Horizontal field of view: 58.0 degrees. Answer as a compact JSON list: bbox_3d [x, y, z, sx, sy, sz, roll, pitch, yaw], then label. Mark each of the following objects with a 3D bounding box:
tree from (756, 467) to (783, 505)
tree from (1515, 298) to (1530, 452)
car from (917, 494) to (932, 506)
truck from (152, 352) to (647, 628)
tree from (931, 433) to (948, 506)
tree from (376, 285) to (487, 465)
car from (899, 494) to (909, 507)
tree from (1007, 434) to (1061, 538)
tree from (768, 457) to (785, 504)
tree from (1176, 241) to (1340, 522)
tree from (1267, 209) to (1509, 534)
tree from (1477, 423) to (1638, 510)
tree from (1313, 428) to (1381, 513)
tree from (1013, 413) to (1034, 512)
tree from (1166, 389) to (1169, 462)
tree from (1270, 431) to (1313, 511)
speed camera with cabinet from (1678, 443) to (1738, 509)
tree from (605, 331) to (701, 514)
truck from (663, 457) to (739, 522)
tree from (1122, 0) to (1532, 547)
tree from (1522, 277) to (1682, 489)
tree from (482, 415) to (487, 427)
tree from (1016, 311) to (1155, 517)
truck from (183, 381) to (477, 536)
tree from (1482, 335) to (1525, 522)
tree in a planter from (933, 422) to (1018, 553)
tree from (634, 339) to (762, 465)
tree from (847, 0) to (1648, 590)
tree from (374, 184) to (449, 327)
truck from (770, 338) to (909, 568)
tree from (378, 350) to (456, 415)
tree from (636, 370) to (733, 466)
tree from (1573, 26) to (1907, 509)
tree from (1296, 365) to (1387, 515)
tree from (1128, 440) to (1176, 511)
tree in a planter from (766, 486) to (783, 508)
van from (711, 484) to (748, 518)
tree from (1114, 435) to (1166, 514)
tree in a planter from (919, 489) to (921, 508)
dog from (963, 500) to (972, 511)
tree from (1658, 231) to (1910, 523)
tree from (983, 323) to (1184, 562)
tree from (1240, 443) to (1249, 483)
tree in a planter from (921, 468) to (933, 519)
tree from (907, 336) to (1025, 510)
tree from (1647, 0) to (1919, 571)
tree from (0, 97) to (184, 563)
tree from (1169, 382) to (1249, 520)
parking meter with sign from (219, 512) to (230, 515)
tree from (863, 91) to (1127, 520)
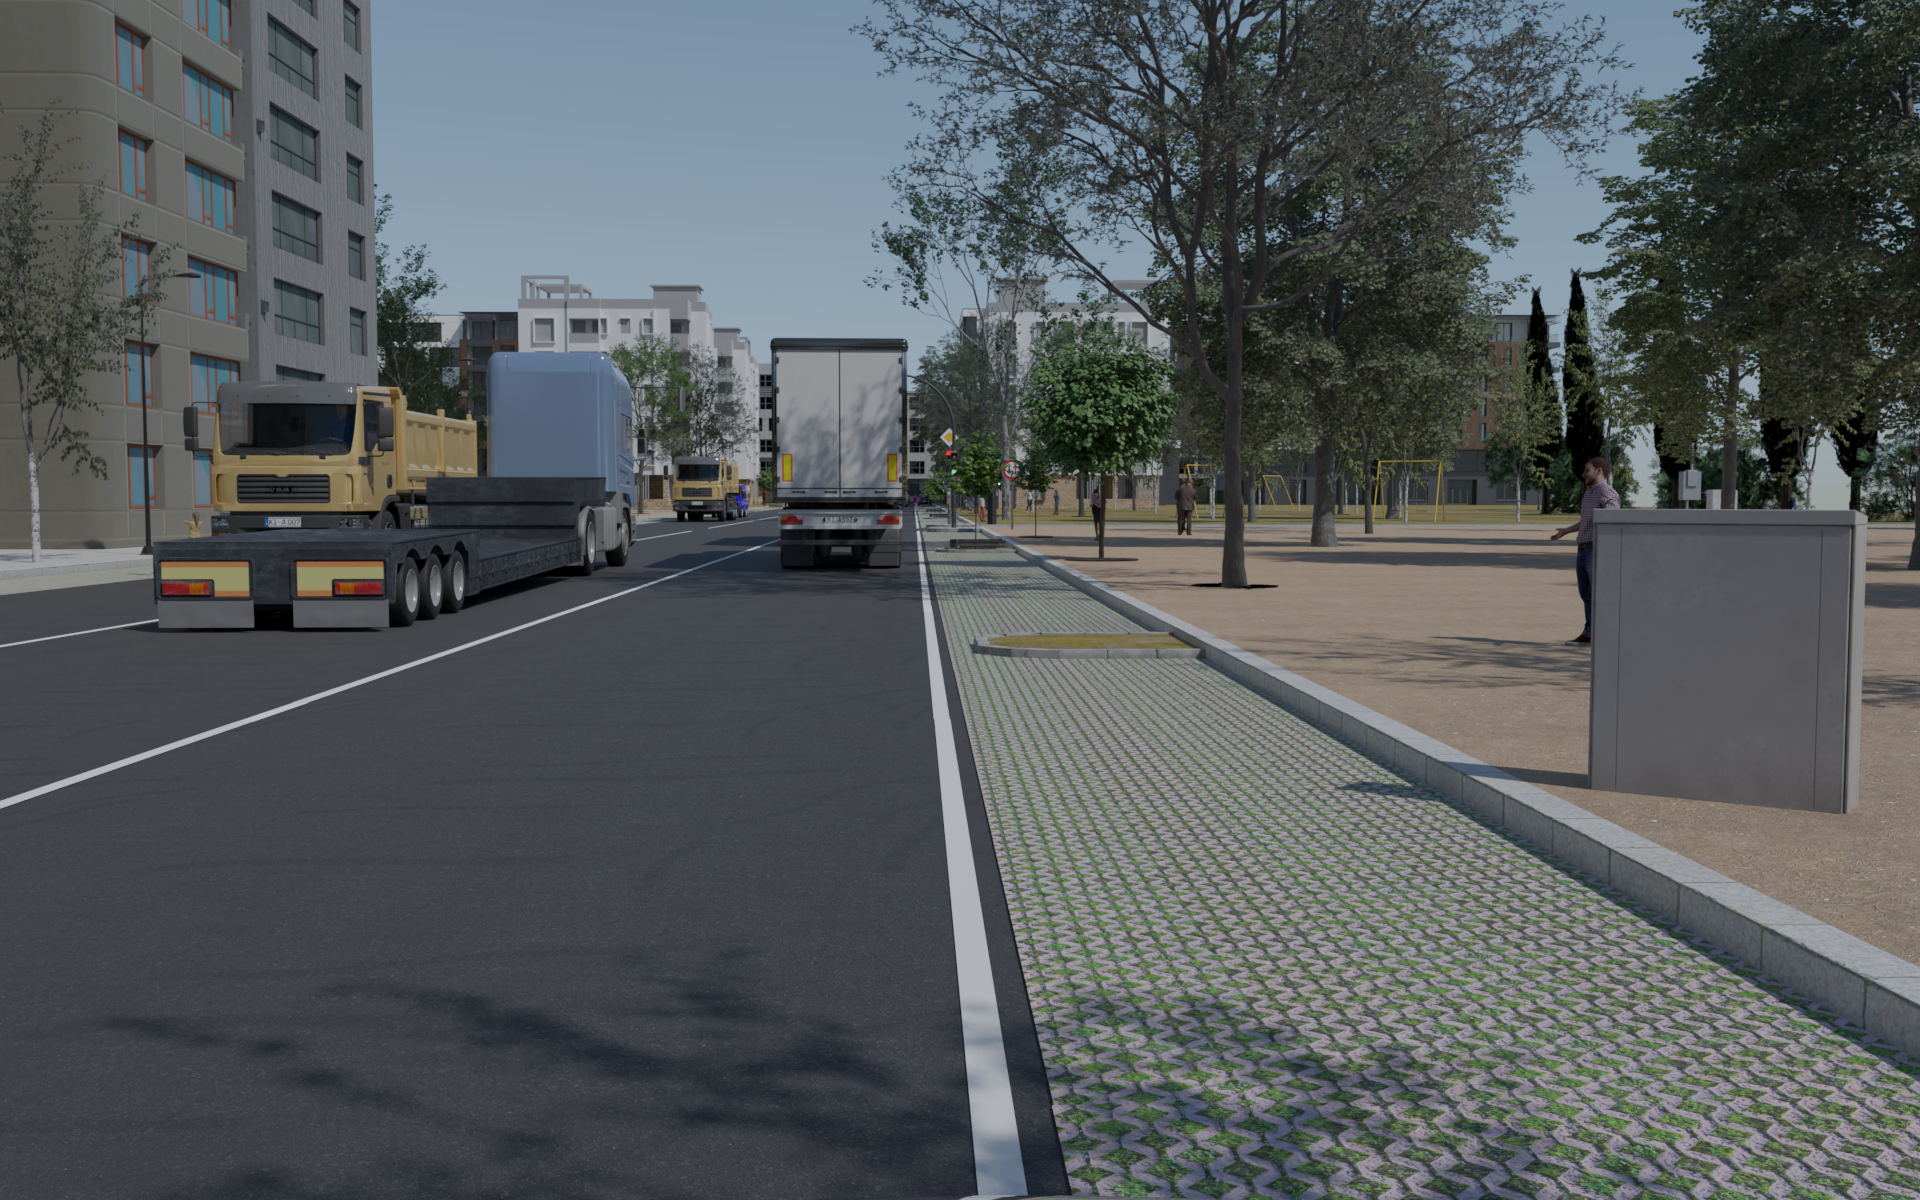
[{"bbox_3d":[-22.304,-13.966,212.060,4.285,4.588,4.351,0,3,0],"label":"tree"},{"bbox_3d":[39.950,-12.522,106.548,13.155,14.587,18.604,-1,4,-17],"label":"tree"},{"bbox_3d":[-4.479,-12.603,215.841,2.009,1.686,4.222,0,4,-3],"label":"car"},{"bbox_3d":[-7.510,-2.283,27.094,2.967,4.110,18.799,0,4,-3],"label":"truck"},{"bbox_3d":[-1.260,-14.115,181.148,4.360,8.622,3.978,0,3,0],"label":"tree"},{"bbox_3d":[-24.765,-8.769,77.780,7.601,10.594,8.767,1,4,13],"label":"tree"},{"bbox_3d":[-6.670,-10.938,187.502,2.281,1.827,5.304,0,4,-3],"label":"car"},{"bbox_3d":[2.345,-3.455,51.091,1.663,3.219,1.824,0,3,0],"label":"tree"},{"bbox_3d":[-22.597,-16.638,222.397,4.360,8.622,3.978,0,3,0],"label":"tree"},{"bbox_3d":[13.328,-9.753,77.583,7.486,12.596,7.792,0,3,0],"label":"tree"},{"bbox_3d":[13.300,-7.429,55.884,8.767,10.594,7.601,1,4,13],"label":"tree"},{"bbox_3d":[45.652,-10.419,133.261,11.467,7.101,20.602,-1,4,-9],"label":"tree"},{"bbox_3d":[26.436,-10.042,114.543,4.360,8.622,3.978,0,3,0],"label":"tree"},{"bbox_3d":[5.592,-10.809,127.093,4.737,8.622,4.395,0,3,0],"label":"tree"},{"bbox_3d":[14.753,-9.356,103.338,4.360,8.622,3.978,0,3,0],"label":"tree"},{"bbox_3d":[25.476,-11.023,130.596,4.360,8.622,3.978,0,3,0],"label":"tree"},{"bbox_3d":[28.941,-4.445,67.007,2.038,3.252,0.660,0,4,5],"label":"speed camera with cabinet"},{"bbox_3d":[-20.312,-11.297,110.464,9.928,11.665,9.643,0,3,0],"label":"tree"},{"bbox_3d":[-13.448,-5.856,91.670,3.469,3.379,9.791,0,4,-2],"label":"truck"},{"bbox_3d":[8.763,-8.264,41.777,9.857,13.997,8.962,0,3,0],"label":"tree"},{"bbox_3d":[22.195,-6.601,58.288,4.737,8.622,4.395,0,3,0],"label":"tree"},{"bbox_3d":[-24.158,-8.946,96.629,4.737,8.622,4.395,0,3,0],"label":"tree"},{"bbox_3d":[6.906,-10.452,96.643,9.928,11.665,9.643,0,3,0],"label":"tree"},{"bbox_3d":[-11.472,-2.253,32.765,3.469,3.379,9.791,0,4,-3],"label":"truck"},{"bbox_3d":[25.859,-7.903,79.575,4.737,8.622,4.395,0,3,0],"label":"tree"},{"bbox_3d":[0.397,-2.786,42.772,1.991,3.239,1.994,0,4,-2],"label":"tree in a planter"},{"bbox_3d":[-20.746,-13.943,138.343,12.009,13.543,11.850,0,3,0],"label":"tree"},{"bbox_3d":[3.625,-6.908,23.315,12.009,13.543,11.850,0,3,0],"label":"tree"},{"bbox_3d":[-35.697,-15.116,103.027,12.611,20.169,13.585,0,3,0],"label":"tree"},{"bbox_3d":[-2.501,-2.924,36.713,2.839,4.237,11.283,0,4,-3],"label":"truck"},{"bbox_3d":[-42.429,-13.268,133.936,9.611,12.733,9.660,0,3,0],"label":"tree"},{"bbox_3d":[-19.896,-11.623,124.451,7.601,10.594,8.767,-2,4,-35],"label":"tree"},{"bbox_3d":[19.012,-7.587,42.171,7.486,12.596,7.792,0,3,0],"label":"tree"},{"bbox_3d":[23.522,-11.051,106.447,9.928,11.665,9.643,0,3,0],"label":"tree"},{"bbox_3d":[13.427,-12.277,135.146,8.767,10.594,7.601,-3,4,-38],"label":"tree"},{"bbox_3d":[-18.563,-10.877,175.062,1.991,3.239,1.994,0,4,-2],"label":"tree in a planter"},{"bbox_3d":[-14.112,-6.214,105.990,2.240,2.365,5.245,0,4,-3],"label":"van"},{"bbox_3d":[12.768,-9.851,111.418,4.360,8.622,3.978,0,3,0],"label":"tree"},{"bbox_3d":[-1.816,-7.840,125.399,1.991,3.239,1.994,0,4,-2],"label":"tree in a planter"},{"bbox_3d":[0.712,-7.152,131.317,0.800,0.831,0.513,3,5,40],"label":"dog"},{"bbox_3d":[39.748,-11.167,84.408,13.155,14.587,18.604,-2,4,-29],"label":"tree"},{"bbox_3d":[2.670,-3.036,33.351,4.285,4.588,4.351,0,3,0],"label":"tree"},{"bbox_3d":[24.020,-11.486,138.156,4.737,8.622,4.395,0,3,0],"label":"tree"},{"bbox_3d":[-1.095,-6.192,98.465,1.991,3.239,1.994,0,4,-2],"label":"tree in a planter"},{"bbox_3d":[0.577,-14.156,138.099,9.857,13.997,8.962,0,3,0],"label":"tree"},{"bbox_3d":[16.468,-7.474,28.861,9.857,13.997,8.962,0,3,0],"label":"tree"},{"bbox_3d":[-17.054,-5.003,32.156,4.360,8.622,3.978,0,3,0],"label":"tree"},{"bbox_3d":[12.639,-8.319,86.380,4.360,8.622,3.978,0,3,0],"label":"tree"},{"bbox_3d":[-17.279,-2.807,42.149,0.543,3.016,1.738,1,4,16],"label":"parking meter with sign"},{"bbox_3d":[1.654,-13.971,84.320,12.611,20.169,13.585,0,3,0],"label":"tree"}]
